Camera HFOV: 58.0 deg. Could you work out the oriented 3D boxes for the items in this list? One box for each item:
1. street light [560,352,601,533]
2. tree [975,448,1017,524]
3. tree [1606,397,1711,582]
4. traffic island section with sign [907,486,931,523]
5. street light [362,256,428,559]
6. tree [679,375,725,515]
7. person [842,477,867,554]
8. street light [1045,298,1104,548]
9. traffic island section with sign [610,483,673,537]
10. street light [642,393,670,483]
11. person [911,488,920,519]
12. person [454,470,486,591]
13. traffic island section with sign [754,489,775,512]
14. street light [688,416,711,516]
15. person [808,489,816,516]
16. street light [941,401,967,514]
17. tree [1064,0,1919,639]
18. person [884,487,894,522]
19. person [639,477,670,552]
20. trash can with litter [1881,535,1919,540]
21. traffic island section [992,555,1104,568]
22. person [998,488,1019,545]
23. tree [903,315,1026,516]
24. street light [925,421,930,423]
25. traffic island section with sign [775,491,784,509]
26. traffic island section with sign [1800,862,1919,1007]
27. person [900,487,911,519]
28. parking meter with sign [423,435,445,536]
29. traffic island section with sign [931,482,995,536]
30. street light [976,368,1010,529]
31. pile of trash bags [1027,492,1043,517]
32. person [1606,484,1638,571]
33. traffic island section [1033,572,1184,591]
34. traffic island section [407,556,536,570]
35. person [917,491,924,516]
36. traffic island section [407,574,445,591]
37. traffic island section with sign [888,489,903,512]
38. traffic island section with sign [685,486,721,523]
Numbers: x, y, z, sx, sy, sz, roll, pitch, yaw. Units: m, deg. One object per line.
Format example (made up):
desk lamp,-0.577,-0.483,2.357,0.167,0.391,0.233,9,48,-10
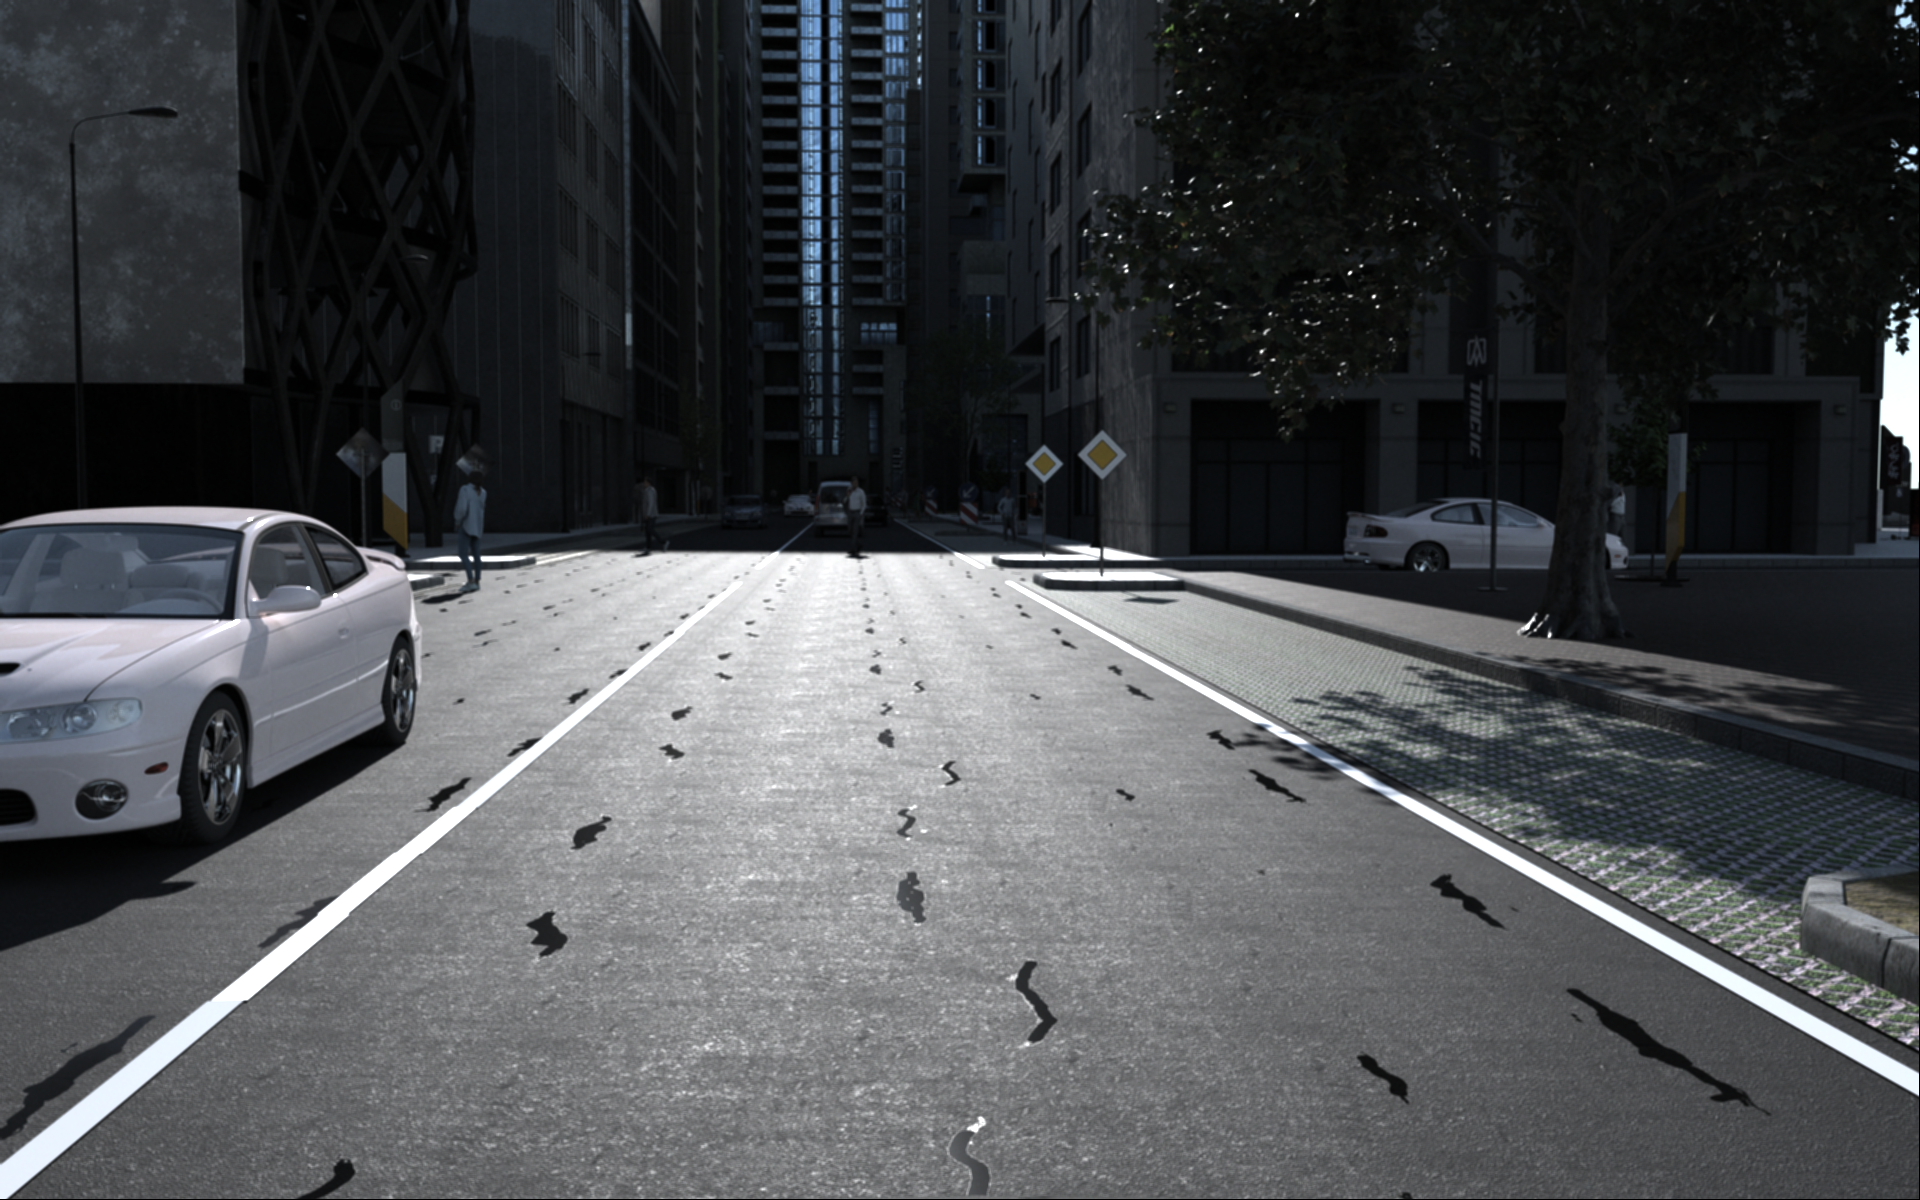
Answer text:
street light,-12.424,-5.149,56.724,1.470,5.913,1.316,0,4,-4
tree,1.338,-4.854,73.968,1.663,3.219,1.824,0,3,0
tree,10.419,-1.903,25.711,1.663,3.219,1.824,0,3,0
traffic island section with sign,-1.595,-4.756,86.386,1.989,1.847,2.006,0,4,-4
street light,-11.065,-3.752,33.880,1.470,5.913,1.316,0,4,-4
tree,-16.391,-9.544,106.407,4.737,8.622,4.395,0,3,0
person,-2.549,-2.016,41.556,0.679,1.850,0.850,2,4,25
street light,2.723,-4.202,41.246,1.470,5.913,1.316,0,4,-4
traffic island section with sign,-10.823,-3.083,59.030,1.989,1.847,2.006,0,4,-4
street light,-14.040,-6.553,79.686,1.470,5.913,1.316,0,4,-4
person,-2.389,-5.338,96.021,0.529,1.795,0.600,-2,4,-34
person,-7.270,-1.040,25.774,0.793,1.790,0.793,0,4,-8
traffic island section with sign,-15.807,-7.824,136.544,1.989,1.847,2.006,0,4,-4
street light,-15.397,-7.950,102.530,1.470,5.913,1.316,0,4,-4
person,-9.480,-6.245,111.129,0.750,1.759,0.617,0,4,6
street light,-0.222,-6.996,86.919,1.470,5.913,1.316,0,4,-4
tree,5.741,-6.016,15.373,9.611,12.733,9.660,0,3,0
person,-3.604,-4.826,87.498,0.778,1.811,0.616,3,4,38
person,-7.539,-2.099,42.662,0.795,1.843,0.661,0,4,-1
trash can with litter,26.878,-2.306,48.754,2.233,1.210,1.678,0,4,-4
traffic island section,1.712,-0.774,34.938,2.009,0.180,2.903,0,4,-4
person,1.350,-2.344,48.632,0.589,1.601,0.330,0,4,-5
tree,0.164,-10.693,100.586,9.928,11.665,9.643,0,3,0
street light,-1.532,-8.402,109.918,1.470,5.913,1.316,0,4,-4
traffic island section with sign,-17.571,-9.496,163.884,1.989,1.847,2.006,0,4,-4
traffic island section with sign,3.643,0.222,4.998,1.989,1.847,2.006,0,4,-4
person,-3.179,-5.499,98.530,0.853,1.813,0.709,-3,4,-38
parking meter with sign,-15.833,-3.412,52.049,0.543,3.016,1.738,-2,4,-27
traffic island section with sign,0.134,-3.111,59.487,1.989,1.847,2.006,0,4,-4
street light,1.277,-5.599,64.084,1.470,5.913,1.316,0,4,-4
pile of trash bags,4.975,-5.606,101.402,1.912,1.369,3.447,2,4,31
person,12.065,-1.427,31.930,0.850,1.850,0.679,2,4,34
traffic island section,2.225,-0.287,26.970,2.009,0.180,2.903,0,4,-4
traffic island section,-9.556,-0.730,34.221,2.009,0.180,2.903,0,4,-4
person,-2.594,-6.177,110.956,0.593,1.643,0.415,-1,4,-11
traffic island section,-9.044,-0.243,26.252,2.009,0.180,2.903,0,4,-4
traffic island section with sign,-4.848,-7.848,136.946,1.989,1.847,2.006,0,4,-4
traffic island section with sign,-12.551,-4.728,85.930,1.989,1.847,2.006,0,4,-4
